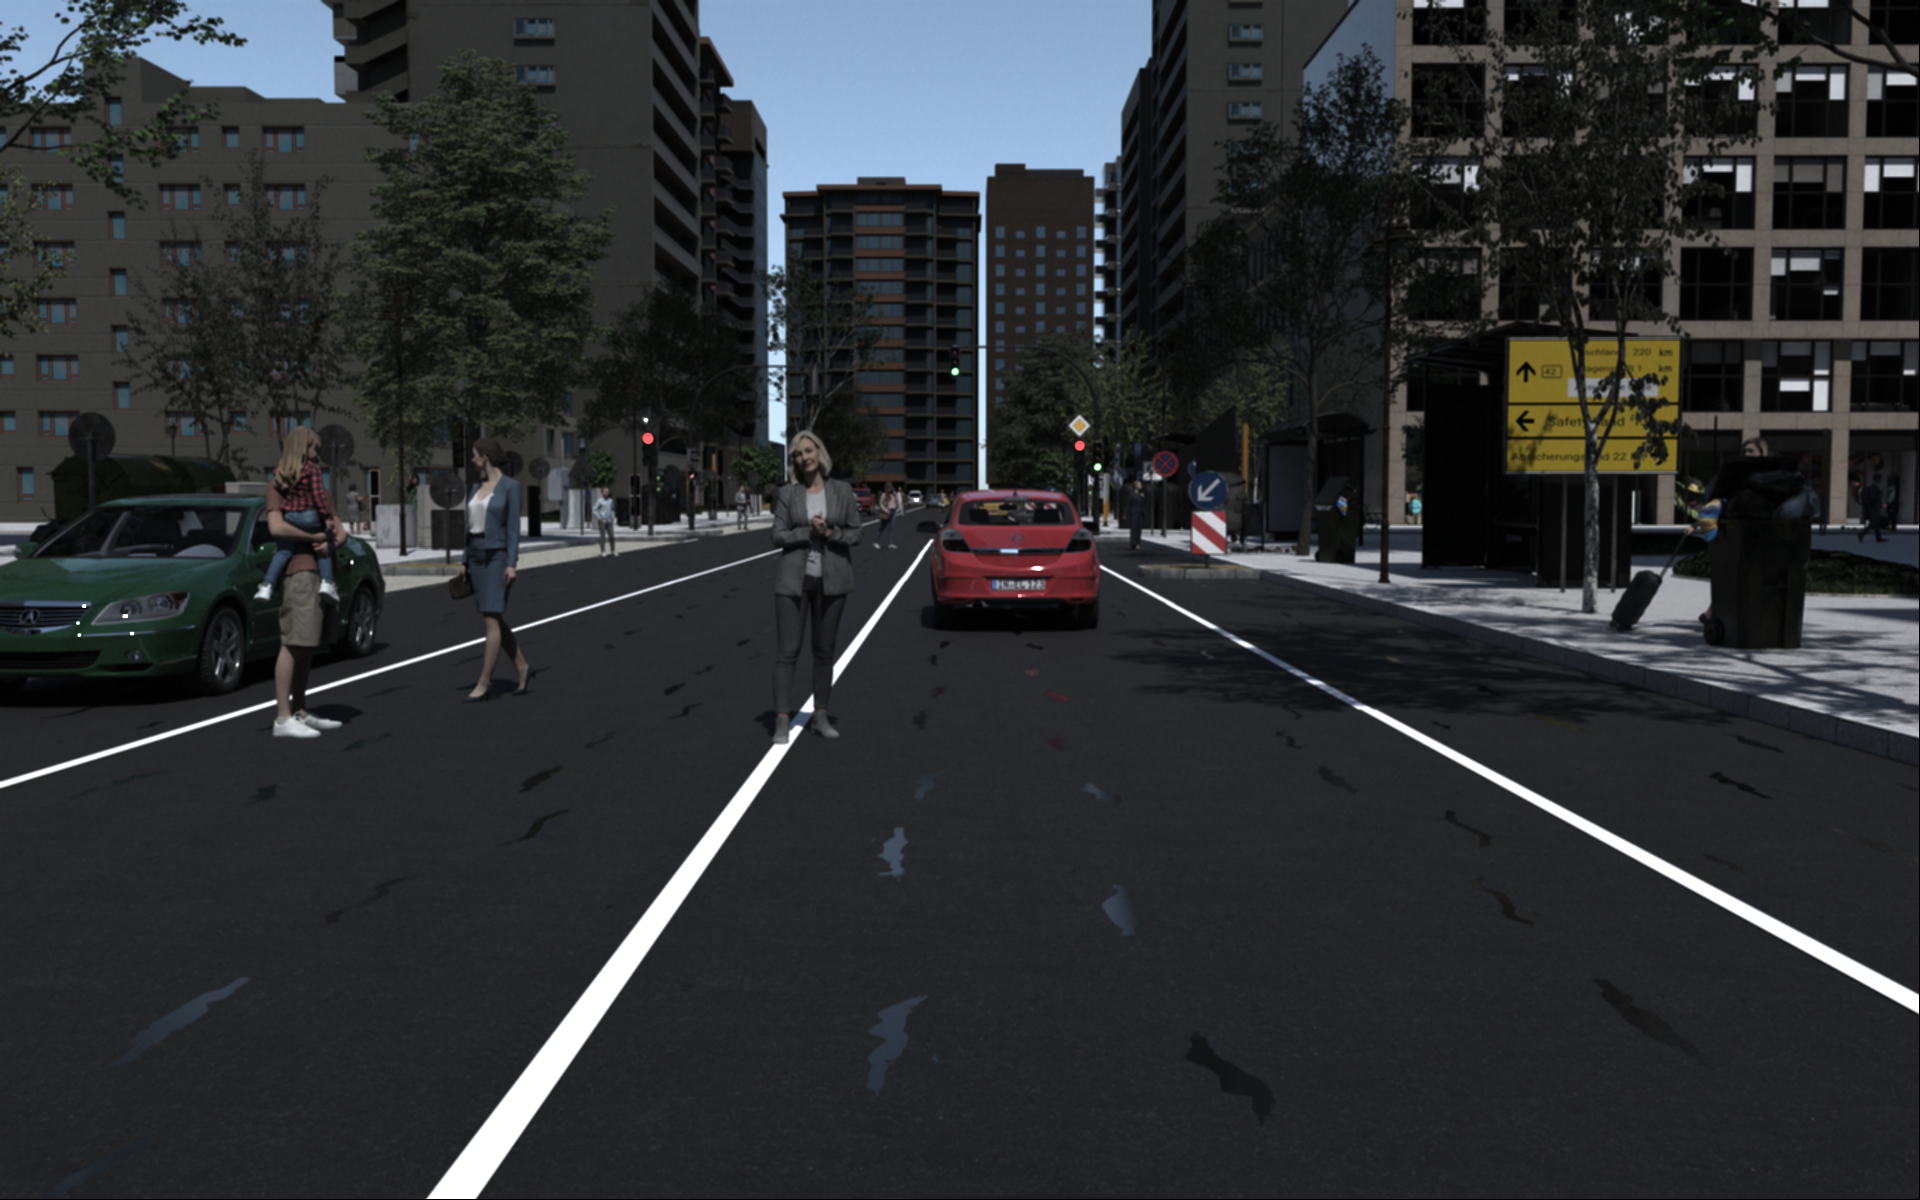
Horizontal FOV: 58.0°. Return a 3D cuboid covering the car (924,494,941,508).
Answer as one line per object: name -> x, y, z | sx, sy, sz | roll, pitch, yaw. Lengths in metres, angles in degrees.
car -> -2.589, -9.963, 174.904 | 2.014, 1.417, 4.499 | 0, 4, -2

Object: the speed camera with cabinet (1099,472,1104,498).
speed camera with cabinet -> 8.175, -5.978, 92.082 | 2.038, 3.252, 0.660 | 0, 4, 0

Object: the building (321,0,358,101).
building -> -51.216, -36.492, 185.883 | 27.495, 52.752, 28.713 | 0, 4, 0

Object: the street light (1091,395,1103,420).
street light -> 6.299, -6.550, 79.887 | 0.468, 5.910, 1.993 | 0, 4, 0

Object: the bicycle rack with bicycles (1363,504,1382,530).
bicycle rack with bicycles -> 13.889, -2.991, 62.282 | 2.925, 0.926, 2.852 | -1, 4, -18

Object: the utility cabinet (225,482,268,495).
utility cabinet -> -13.417, -1.475, 32.803 | 0.318, 1.500, 1.173 | 1, 4, 9

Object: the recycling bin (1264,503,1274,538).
recycling bin -> 9.303, -2.334, 50.716 | 0.722, 1.027, 0.722 | 0, 4, -6

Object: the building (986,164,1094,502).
building -> 10.736, -35.935, 237.650 | 14.200, 45.320, 14.600 | 0, 4, 0

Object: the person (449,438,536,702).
person -> -3.226, -0.220, 12.120 | 0.654, 1.822, 0.581 | -3, 5, -41

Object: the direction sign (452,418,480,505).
direction sign -> -14.602, -3.628, 51.308 | 0.876, 3.537, 0.379 | 1, 4, 11

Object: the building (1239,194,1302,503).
building -> 23.829, -16.496, 105.870 | 11.583, 22.565, 21.152 | 0, 4, 0

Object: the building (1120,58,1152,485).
building -> 29.176, -34.621, 189.748 | 21.300, 48.544, 21.600 | 0, 4, 0

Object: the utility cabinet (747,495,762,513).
utility cabinet -> -13.991, -6.521, 117.777 | 1.020, 1.237, 0.306 | -1, 4, -11

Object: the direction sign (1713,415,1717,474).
direction sign -> 21.836, -3.556, 50.136 | 0.379, 3.537, 0.876 | 1, 4, 22

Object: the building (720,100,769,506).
building -> -29.366, -33.246, 193.687 | 14.200, 45.320, 14.600 | 0, 4, 0

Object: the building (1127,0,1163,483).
building -> 27.639, -44.632, 167.991 | 20.563, 71.187, 20.611 | 0, 4, 0

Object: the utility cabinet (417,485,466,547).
utility cabinet -> -12.472, -2.018, 41.666 | 0.318, 1.500, 1.173 | 3, 5, 39

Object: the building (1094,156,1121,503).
building -> 33.741, -38.087, 242.323 | 30.456, 49.044, 23.786 | 0, 4, 0

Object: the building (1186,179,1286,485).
building -> 23.104, -18.194, 126.353 | 11.050, 23.489, 19.941 | 0, 4, 0

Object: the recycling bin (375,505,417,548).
recycling bin -> -13.418, -1.754, 41.225 | 0.722, 1.027, 0.722 | 1, 4, 9

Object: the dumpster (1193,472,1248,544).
dumpster -> 6.808, -2.420, 45.320 | 1.264, 1.857, 1.865 | 0, 4, 0

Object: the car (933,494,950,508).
car -> -2.013, -10.649, 184.337 | 2.015, 1.641, 3.980 | 0, 4, -1

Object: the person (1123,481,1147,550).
person -> 4.486, -2.175, 44.487 | 0.534, 1.772, 0.576 | 3, 5, 42

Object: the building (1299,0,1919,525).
building -> 34.683, -16.862, 80.207 | 34.151, 26.468, 19.350 | 0, 4, 0

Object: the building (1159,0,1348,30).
building -> 28.613, -32.044, 147.613 | 21.300, 48.544, 21.600 | 0, 4, 0

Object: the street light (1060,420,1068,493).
street light -> 6.490, -8.266, 107.928 | 0.468, 5.910, 1.993 | 0, 4, 0

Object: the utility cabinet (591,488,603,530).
utility cabinet -> -12.944, -3.259, 61.963 | 0.318, 1.500, 1.173 | -1, 4, -20

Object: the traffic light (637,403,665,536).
traffic light -> -9.499, -3.930, 53.178 | 0.839, 4.253, 0.868 | 0, 4, 0

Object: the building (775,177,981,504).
building -> -11.520, -35.927, 242.036 | 28.867, 44.769, 22.147 | 0, 4, 0

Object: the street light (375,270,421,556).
street light -> -11.592, -3.859, 35.886 | 0.468, 5.910, 1.993 | 0, 4, 0

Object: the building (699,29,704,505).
building -> -29.364, -28.100, 143.029 | 14.154, 41.232, 14.086 | 0, 4, 0

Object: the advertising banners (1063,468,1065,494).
advertising banners -> 6.014, -6.361, 100.191 | 0.090, 3.025, 2.074 | 0, 4, 3

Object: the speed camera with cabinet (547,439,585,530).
speed camera with cabinet -> -14.302, -4.192, 62.878 | 0.660, 3.252, 2.038 | 1, 4, 11

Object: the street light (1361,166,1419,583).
street light -> 6.129, -3.184, 24.851 | 0.468, 5.910, 1.993 | 0, 4, 0

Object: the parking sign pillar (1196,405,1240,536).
parking sign pillar -> 7.890, -3.952, 53.086 | 1.447, 3.967, 1.447 | 3, 4, 37

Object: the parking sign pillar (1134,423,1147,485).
parking sign pillar -> 6.797, -4.680, 64.982 | 1.447, 3.967, 1.447 | 0, 4, 6

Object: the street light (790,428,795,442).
street light -> -11.314, -8.890, 118.137 | 0.468, 5.910, 1.993 | 0, 4, 0

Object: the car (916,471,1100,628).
car -> 0.570, -0.667, 19.952 | 2.155, 1.783, 4.494 | 0, 4, -1

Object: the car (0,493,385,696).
car -> -6.128, -0.123, 13.817 | 2.131, 1.459, 4.920 | 0, 4, 0

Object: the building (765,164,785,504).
building -> -39.980, -40.068, 244.345 | 27.495, 52.752, 28.713 | 0, 4, 0

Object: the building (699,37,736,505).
building -> -33.411, -31.177, 164.370 | 22.147, 44.769, 28.867 | 0, 4, 0

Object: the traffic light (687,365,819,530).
traffic light -> -7.381, -5.292, 61.191 | 4.771, 5.953, 1.251 | 0, 4, 0

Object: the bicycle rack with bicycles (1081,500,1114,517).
bicycle rack with bicycles -> 8.176, -5.240, 99.057 | 2.925, 0.926, 2.852 | -1, 4, -14

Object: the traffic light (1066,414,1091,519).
traffic light -> 4.188, -4.417, 61.136 | 0.839, 4.253, 0.868 | 0, 4, 0

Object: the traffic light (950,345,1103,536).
traffic light -> 2.070, -4.792, 53.016 | 4.771, 5.953, 1.251 | 0, 4, 0

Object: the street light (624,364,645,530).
street light -> -11.527, -5.421, 61.413 | 0.468, 5.910, 1.993 | 0, 4, 0

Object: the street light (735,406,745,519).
street light -> -11.372, -7.148, 89.651 | 0.468, 5.910, 1.993 | 0, 4, 0

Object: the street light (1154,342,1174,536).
street light -> 6.205, -4.888, 52.714 | 0.468, 5.910, 1.993 | 0, 4, 0

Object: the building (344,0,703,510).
building -> -30.785, -30.577, 123.632 | 21.300, 48.544, 21.600 | 0, 4, 0

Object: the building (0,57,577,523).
building -> -37.327, -15.061, 91.291 | 27.650, 21.520, 28.899 | 0, 4, 0

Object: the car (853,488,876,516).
car -> -6.793, -6.600, 116.580 | 2.281, 1.827, 5.304 | 0, 4, 1

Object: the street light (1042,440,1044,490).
street light -> 6.511, -9.978, 135.924 | 0.468, 5.910, 1.993 | 0, 4, 0

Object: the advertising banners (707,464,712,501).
advertising banners -> -14.695, -6.462, 101.844 | 0.090, 3.025, 2.074 | -1, 4, -15

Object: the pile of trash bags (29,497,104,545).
pile of trash bags -> -12.795, -0.919, 24.777 | 1.912, 1.369, 3.447 | 3, 4, 36
